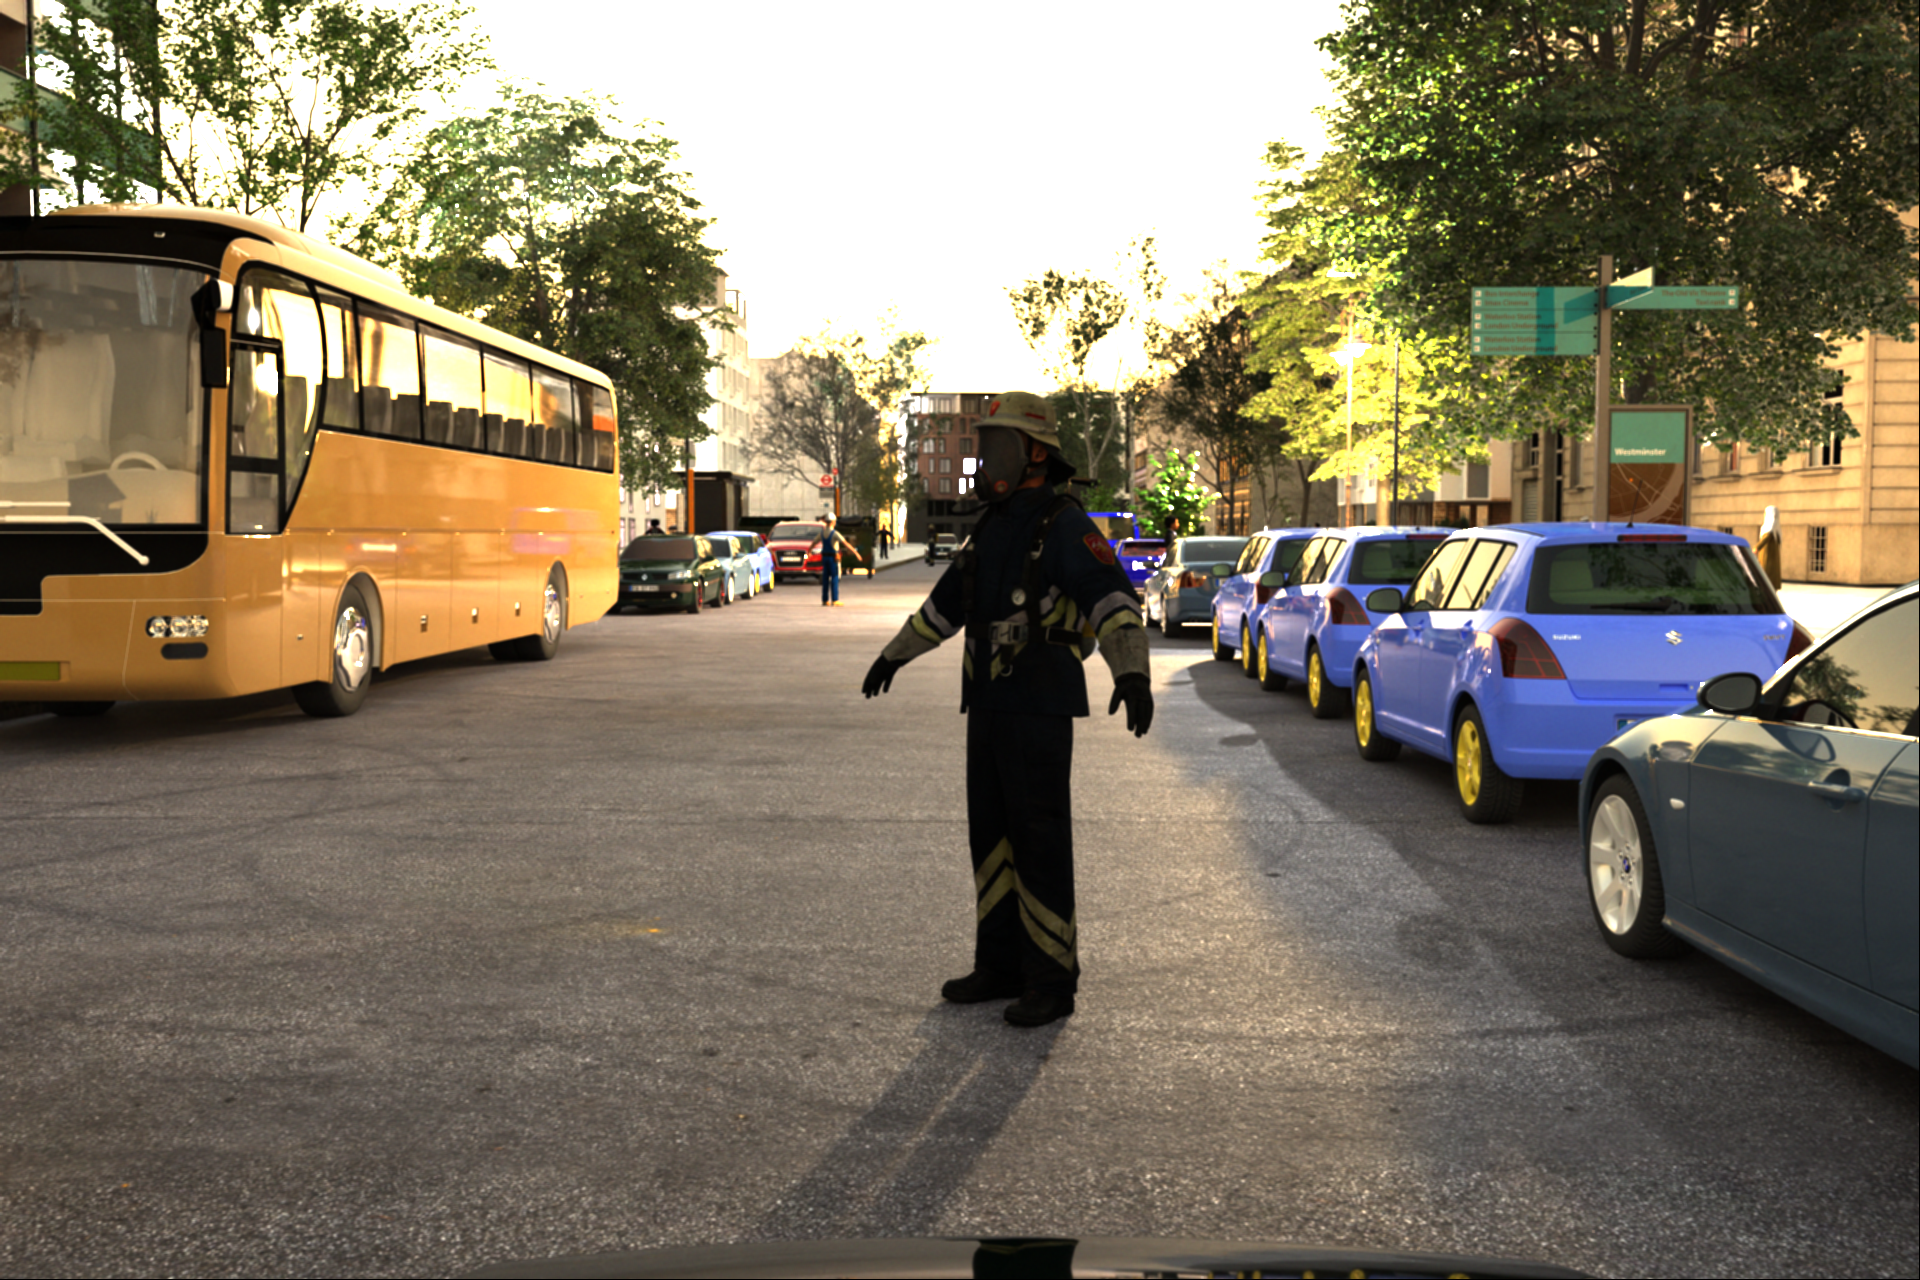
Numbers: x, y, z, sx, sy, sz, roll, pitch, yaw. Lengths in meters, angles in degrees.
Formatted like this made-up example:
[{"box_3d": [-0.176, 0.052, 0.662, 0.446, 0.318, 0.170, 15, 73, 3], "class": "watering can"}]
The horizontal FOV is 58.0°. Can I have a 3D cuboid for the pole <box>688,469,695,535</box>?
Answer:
[{"box_3d": [-8.430, -3.702, 54.375, 0.158, 3.312, 0.155, 0, 3, 0], "class": "pole"}]

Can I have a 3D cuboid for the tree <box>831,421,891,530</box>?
[{"box_3d": [-6.374, -9.947, 112.996, 4.360, 8.622, 3.978, 0, 3, 0], "class": "tree"}]

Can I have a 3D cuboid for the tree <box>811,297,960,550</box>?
[{"box_3d": [-6.365, -17.468, 141.485, 12.611, 20.169, 13.585, 0, 3, 0], "class": "tree"}]

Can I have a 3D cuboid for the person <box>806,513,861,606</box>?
[{"box_3d": [-2.570, -1.608, 34.605, 1.347, 1.847, 0.705, 2, 4, 33], "class": "person"}]

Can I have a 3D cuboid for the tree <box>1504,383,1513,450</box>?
[{"box_3d": [29.343, -10.260, 78.119, 12.009, 13.543, 11.850, 0, 3, 0], "class": "tree"}]

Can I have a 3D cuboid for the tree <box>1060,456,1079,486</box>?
[{"box_3d": [10.116, -12.380, 152.770, 4.737, 8.622, 4.395, 0, 3, 0], "class": "tree"}]

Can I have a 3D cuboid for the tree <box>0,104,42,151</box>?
[{"box_3d": [-12.276, -4.171, 18.562, 4.737, 8.622, 4.395, 0, 3, 0], "class": "tree"}]

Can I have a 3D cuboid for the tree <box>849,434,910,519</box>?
[{"box_3d": [-6.236, -10.374, 119.984, 4.360, 8.622, 3.978, 0, 3, 0], "class": "tree"}]

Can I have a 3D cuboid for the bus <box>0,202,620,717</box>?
[{"box_3d": [-5.891, -1.547, 16.835, 2.896, 3.916, 12.252, 0, 4, 1], "class": "bus"}]

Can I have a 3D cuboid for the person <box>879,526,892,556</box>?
[{"box_3d": [-4.492, -5.811, 100.984, 1.349, 1.833, 0.705, 2, 4, 29], "class": "person"}]

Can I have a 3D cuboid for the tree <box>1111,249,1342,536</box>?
[{"box_3d": [11.798, -10.111, 75.677, 12.009, 13.543, 11.850, 0, 3, 0], "class": "tree"}]

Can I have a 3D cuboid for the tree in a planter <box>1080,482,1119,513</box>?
[{"box_3d": [4.608, -3.811, 59.525, 1.991, 3.239, 1.994, 0, 4, 1], "class": "tree in a planter"}]

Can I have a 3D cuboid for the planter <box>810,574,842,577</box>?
[{"box_3d": [-5.043, -2.291, 58.599, 1.991, 0.319, 1.994, 0, 4, 1], "class": "planter"}]

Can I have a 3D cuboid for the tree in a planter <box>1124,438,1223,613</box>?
[{"box_3d": [3.952, -2.145, 32.294, 1.991, 3.239, 1.994, 0, 4, 1], "class": "tree in a planter"}]

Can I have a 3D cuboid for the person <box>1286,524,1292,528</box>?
[{"box_3d": [18.522, -5.614, 97.560, 0.705, 1.858, 1.354, 3, 5, 40], "class": "person"}]

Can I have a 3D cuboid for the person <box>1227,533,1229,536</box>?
[{"box_3d": [14.385, -5.271, 92.314, 0.704, 1.812, 1.346, -1, 4, -11], "class": "person"}]

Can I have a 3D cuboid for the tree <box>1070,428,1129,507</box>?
[{"box_3d": [8.958, -10.220, 117.467, 4.360, 8.622, 3.978, 0, 3, 0], "class": "tree"}]

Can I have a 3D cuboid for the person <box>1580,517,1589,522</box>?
[{"box_3d": [17.666, -2.595, 48.885, 1.216, 1.778, 0.721, 3, 5, 43], "class": "person"}]

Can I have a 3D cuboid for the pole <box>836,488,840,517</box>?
[{"box_3d": [-5.423, -5.085, 76.988, 0.158, 3.312, 0.155, 0, 3, 0], "class": "pole"}]

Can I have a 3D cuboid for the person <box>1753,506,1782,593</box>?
[{"box_3d": [13.286, -1.334, 28.591, 0.721, 1.736, 1.217, 3, 4, 38], "class": "person"}]

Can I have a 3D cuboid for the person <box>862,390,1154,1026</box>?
[{"box_3d": [0.159, 0.187, 5.185, 0.705, 1.856, 1.354, -2, 4, -35], "class": "person"}]

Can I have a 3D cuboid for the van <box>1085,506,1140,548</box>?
[{"box_3d": [4.241, -2.871, 51.330, 2.240, 2.365, 5.245, 0, 4, 2], "class": "van"}]

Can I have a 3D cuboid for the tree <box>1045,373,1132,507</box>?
[{"box_3d": [9.168, -14.104, 137.262, 9.857, 13.997, 8.962, 0, 3, 0], "class": "tree"}]

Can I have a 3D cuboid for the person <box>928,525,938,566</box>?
[{"box_3d": [-1.296, -4.227, 77.355, 0.705, 1.856, 1.354, 0, 4, -1], "class": "person"}]

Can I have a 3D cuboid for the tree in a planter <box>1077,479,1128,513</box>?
[{"box_3d": [4.550, -3.590, 55.913, 1.991, 3.239, 1.994, 0, 4, 1], "class": "tree in a planter"}]

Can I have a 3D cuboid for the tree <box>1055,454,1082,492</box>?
[{"box_3d": [9.443, -12.031, 147.066, 4.360, 8.622, 3.978, 0, 3, 0], "class": "tree"}]

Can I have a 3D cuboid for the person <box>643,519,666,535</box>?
[{"box_3d": [-11.130, -3.490, 63.207, 1.345, 1.843, 0.704, -1, 4, -13], "class": "person"}]

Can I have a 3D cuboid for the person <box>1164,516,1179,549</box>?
[{"box_3d": [3.663, -1.230, 29.281, 0.721, 1.740, 1.216, 0, 4, 2], "class": "person"}]

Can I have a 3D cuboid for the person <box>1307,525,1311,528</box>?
[{"box_3d": [19.979, -5.700, 99.326, 0.704, 1.817, 1.347, -1, 4, -17], "class": "person"}]

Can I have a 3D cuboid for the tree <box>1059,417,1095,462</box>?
[{"box_3d": [10.684, -15.312, 168.474, 7.486, 12.596, 7.792, 0, 3, 0], "class": "tree"}]

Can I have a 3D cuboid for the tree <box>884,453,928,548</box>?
[{"box_3d": [-5.550, -12.500, 154.736, 4.360, 8.622, 3.978, 0, 3, 0], "class": "tree"}]

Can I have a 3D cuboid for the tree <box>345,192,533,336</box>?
[{"box_3d": [-11.294, -5.305, 37.096, 4.737, 8.622, 4.395, 0, 3, 0], "class": "tree"}]

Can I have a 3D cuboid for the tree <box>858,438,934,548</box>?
[{"box_3d": [-6.060, -13.976, 162.926, 7.601, 10.594, 8.767, -1, 4, -16], "class": "tree"}]

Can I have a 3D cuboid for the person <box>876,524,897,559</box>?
[{"box_3d": [-3.912, -5.085, 89.364, 1.346, 1.802, 0.704, -1, 4, -15], "class": "person"}]

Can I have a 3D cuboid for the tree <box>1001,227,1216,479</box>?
[{"box_3d": [9.272, -15.348, 106.822, 12.611, 20.169, 13.585, 0, 3, 0], "class": "tree"}]

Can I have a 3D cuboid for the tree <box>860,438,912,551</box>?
[{"box_3d": [-5.893, -10.961, 129.568, 4.737, 8.622, 4.395, 0, 3, 0], "class": "tree"}]

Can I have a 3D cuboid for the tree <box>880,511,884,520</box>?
[{"box_3d": [-14.458, -19.921, 260.112, 7.601, 10.594, 8.767, 0, 4, 7], "class": "tree"}]

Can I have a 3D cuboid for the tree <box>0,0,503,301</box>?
[{"box_3d": [-11.870, -6.307, 28.873, 9.928, 11.665, 9.643, 0, 3, 0], "class": "tree"}]

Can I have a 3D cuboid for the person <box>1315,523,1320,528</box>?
[{"box_3d": [17.029, -4.680, 82.709, 0.705, 1.806, 1.347, 3, 4, 37], "class": "person"}]

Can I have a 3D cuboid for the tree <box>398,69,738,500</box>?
[{"box_3d": [-10.764, -8.609, 47.411, 9.857, 13.997, 8.962, 0, 3, 0], "class": "tree"}]
